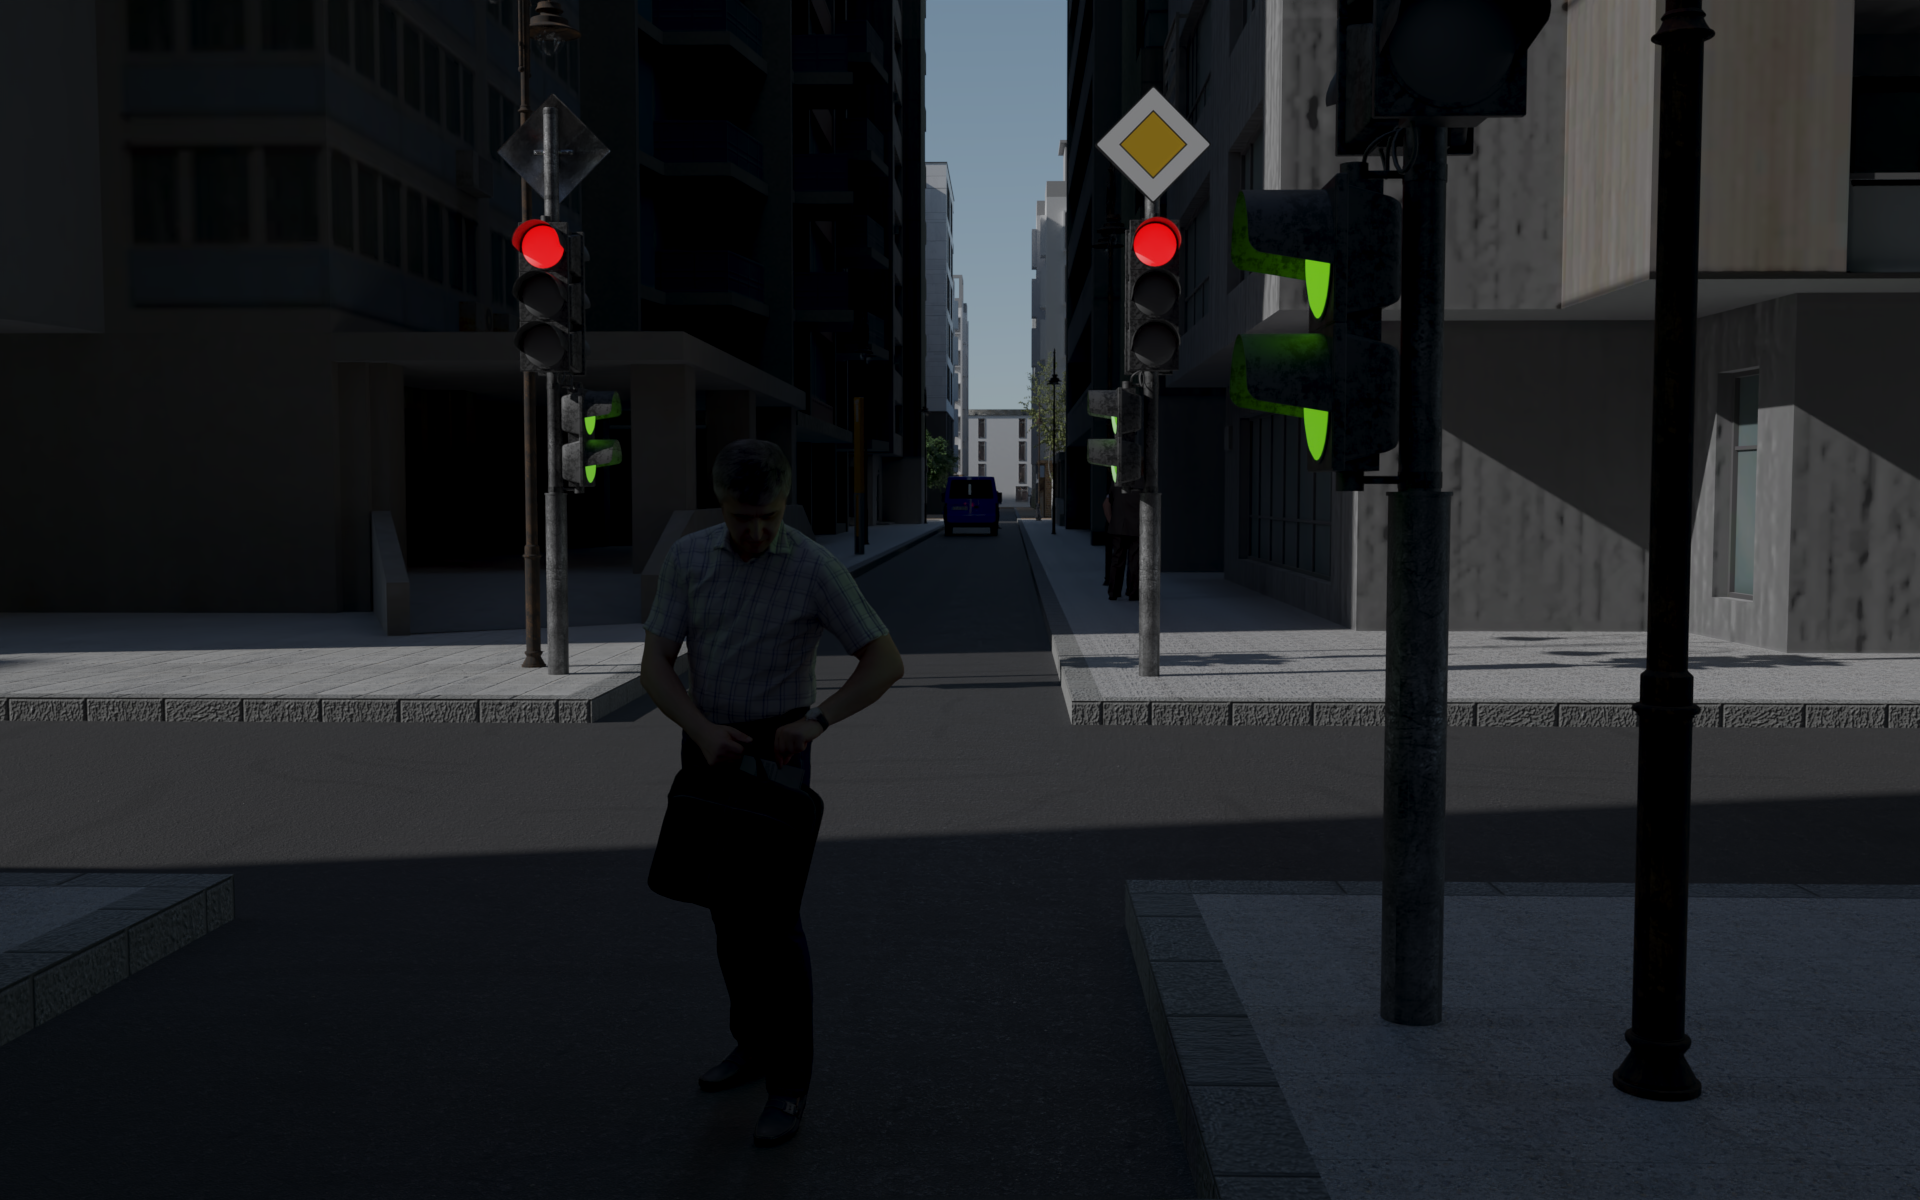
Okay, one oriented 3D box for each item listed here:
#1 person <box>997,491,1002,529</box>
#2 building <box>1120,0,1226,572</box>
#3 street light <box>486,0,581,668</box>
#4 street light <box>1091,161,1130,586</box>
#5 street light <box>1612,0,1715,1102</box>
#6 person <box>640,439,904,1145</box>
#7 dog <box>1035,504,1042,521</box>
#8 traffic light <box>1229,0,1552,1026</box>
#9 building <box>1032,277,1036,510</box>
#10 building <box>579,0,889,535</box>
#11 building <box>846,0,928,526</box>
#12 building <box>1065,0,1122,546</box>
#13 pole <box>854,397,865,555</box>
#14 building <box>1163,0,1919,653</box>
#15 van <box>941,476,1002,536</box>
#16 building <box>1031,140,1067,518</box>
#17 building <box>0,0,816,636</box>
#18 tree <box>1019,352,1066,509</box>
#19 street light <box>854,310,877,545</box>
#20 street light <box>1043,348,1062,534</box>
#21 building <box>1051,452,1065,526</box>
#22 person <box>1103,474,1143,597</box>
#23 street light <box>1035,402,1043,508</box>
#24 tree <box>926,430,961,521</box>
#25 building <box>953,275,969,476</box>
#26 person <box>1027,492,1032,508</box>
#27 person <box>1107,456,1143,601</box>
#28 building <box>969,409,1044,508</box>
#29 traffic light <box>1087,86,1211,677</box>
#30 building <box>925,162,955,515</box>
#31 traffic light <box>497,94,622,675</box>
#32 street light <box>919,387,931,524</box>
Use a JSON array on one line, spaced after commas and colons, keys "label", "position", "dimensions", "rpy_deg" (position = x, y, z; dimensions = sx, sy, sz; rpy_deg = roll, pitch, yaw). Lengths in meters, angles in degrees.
[{"label": "person", "position": [1.512, -3.738, 71.675], "dimensions": [0.319, 1.574, 0.516], "rpy_deg": [-2, 4, -30]}, {"label": "building", "position": [10.127, -16.050, 34.123], "dimensions": [14.160, 30.474, 14.107], "rpy_deg": [0, 4, 2]}, {"label": "street light", "position": [-3.164, -2.440, 12.683], "dimensions": [0.468, 5.910, 1.993], "rpy_deg": [0, 4, 2]}, {"label": "street light", "position": [2.087, -3.139, 24.109], "dimensions": [0.468, 5.910, 1.993], "rpy_deg": [0, 4, 2]}, {"label": "street light", "position": [1.505, -1.882, 3.564], "dimensions": [0.468, 5.910, 1.993], "rpy_deg": [0, 4, 2]}, {"label": "person", "position": [-0.437, 0.410, 4.005], "dimensions": [0.614, 1.554, 0.590], "rpy_deg": [1, 4, 12]}, {"label": "dog", "position": [3.682, -4.219, 83.362], "dimensions": [0.513, 0.831, 0.800], "rpy_deg": [2, 4, 35]}, {"label": "traffic light", "position": [1.088, -0.930, 4.132], "dimensions": [0.839, 4.253, 0.868], "rpy_deg": [0, 4, 2]}, {"label": "building", "position": [14.697, -17.197, 147.625], "dimensions": [16.747, 18.905, 31.486], "rpy_deg": [0, 4, 2]}, {"label": "building", "position": [-13.635, -24.143, 49.360], "dimensions": [22.147, 44.769, 28.867], "rpy_deg": [0, 4, 2]}, {"label": "building", "position": [-8.736, -18.355, 71.811], "dimensions": [14.160, 30.474, 14.107], "rpy_deg": [0, 4, 2]}, {"label": "building", "position": [14.215, -26.166, 51.522], "dimensions": [21.300, 48.544, 21.600], "rpy_deg": [0, 4, 2]}, {"label": "pole", "position": [-2.130, -2.615, 36.600], "dimensions": [0.158, 3.312, 0.155], "rpy_deg": [0, 3, 0]}, {"label": "building", "position": [9.770, -20.449, 17.931], "dimensions": [14.086, 41.232, 14.154], "rpy_deg": [0, 4, 2]}, {"label": "van", "position": [0.406, -3.494, 61.515], "dimensions": [2.240, 2.365, 5.245], "rpy_deg": [0, 4, 0]}, {"label": "building", "position": [12.085, -14.790, 98.231], "dimensions": [16.016, 20.091, 11.380], "rpy_deg": [0, 4, 2]}, {"label": "building", "position": [-18.874, -20.268, 23.258], "dimensions": [32.217, 40.220, 23.993], "rpy_deg": [0, 4, 2]}, {"label": "tree", "position": [5.111, -8.581, 90.668], "dimensions": [4.737, 8.622, 4.395], "rpy_deg": [0, 3, 0]}, {"label": "street light", "position": [-2.382, -4.343, 43.790], "dimensions": [0.468, 5.910, 1.993], "rpy_deg": [0, 4, 2]}, {"label": "street light", "position": [2.993, -5.035, 55.110], "dimensions": [0.468, 5.910, 1.993], "rpy_deg": [0, 4, 2]}, {"label": "building", "position": [20.279, -23.394, 74.366], "dimensions": [32.217, 40.220, 23.993], "rpy_deg": [0, 4, 2]}, {"label": "person", "position": [2.169, -0.900, 21.690], "dimensions": [0.756, 1.711, 0.436], "rpy_deg": [-1, 4, -12]}, {"label": "street light", "position": [3.975, -6.977, 86.864], "dimensions": [0.468, 5.910, 1.993], "rpy_deg": [0, 4, 2]}, {"label": "tree", "position": [-1.655, -6.134, 84.000], "dimensions": [4.285, 4.588, 4.351], "rpy_deg": [0, 3, 0]}, {"label": "building", "position": [-4.995, -18.332, 156.146], "dimensions": [11.380, 20.091, 16.016], "rpy_deg": [0, 4, 2]}, {"label": "person", "position": [6.768, -9.628, 166.714], "dimensions": [0.742, 1.727, 0.445], "rpy_deg": [1, 4, 18]}, {"label": "person", "position": [2.060, -0.867, 20.903], "dimensions": [0.565, 1.739, 0.600], "rpy_deg": [0, 4, -4]}, {"label": "building", "position": [11.228, -14.277, 175.579], "dimensions": [28.070, 9.664, 9.099], "rpy_deg": [0, 4, 2]}, {"label": "traffic light", "position": [1.318, -1.419, 12.114], "dimensions": [0.839, 4.253, 0.868], "rpy_deg": [0, 4, 2]}, {"label": "building", "position": [-14.808, -15.966, 105.023], "dimensions": [27.936, 21.610, 32.646], "rpy_deg": [0, 4, 2]}, {"label": "traffic light", "position": [-2.842, -1.425, 12.218], "dimensions": [0.839, 4.253, 0.868], "rpy_deg": [0, 4, 2]}, {"label": "street light", "position": [-1.494, -6.251, 74.996], "dimensions": [0.468, 5.910, 1.993], "rpy_deg": [0, 4, 2]}]
